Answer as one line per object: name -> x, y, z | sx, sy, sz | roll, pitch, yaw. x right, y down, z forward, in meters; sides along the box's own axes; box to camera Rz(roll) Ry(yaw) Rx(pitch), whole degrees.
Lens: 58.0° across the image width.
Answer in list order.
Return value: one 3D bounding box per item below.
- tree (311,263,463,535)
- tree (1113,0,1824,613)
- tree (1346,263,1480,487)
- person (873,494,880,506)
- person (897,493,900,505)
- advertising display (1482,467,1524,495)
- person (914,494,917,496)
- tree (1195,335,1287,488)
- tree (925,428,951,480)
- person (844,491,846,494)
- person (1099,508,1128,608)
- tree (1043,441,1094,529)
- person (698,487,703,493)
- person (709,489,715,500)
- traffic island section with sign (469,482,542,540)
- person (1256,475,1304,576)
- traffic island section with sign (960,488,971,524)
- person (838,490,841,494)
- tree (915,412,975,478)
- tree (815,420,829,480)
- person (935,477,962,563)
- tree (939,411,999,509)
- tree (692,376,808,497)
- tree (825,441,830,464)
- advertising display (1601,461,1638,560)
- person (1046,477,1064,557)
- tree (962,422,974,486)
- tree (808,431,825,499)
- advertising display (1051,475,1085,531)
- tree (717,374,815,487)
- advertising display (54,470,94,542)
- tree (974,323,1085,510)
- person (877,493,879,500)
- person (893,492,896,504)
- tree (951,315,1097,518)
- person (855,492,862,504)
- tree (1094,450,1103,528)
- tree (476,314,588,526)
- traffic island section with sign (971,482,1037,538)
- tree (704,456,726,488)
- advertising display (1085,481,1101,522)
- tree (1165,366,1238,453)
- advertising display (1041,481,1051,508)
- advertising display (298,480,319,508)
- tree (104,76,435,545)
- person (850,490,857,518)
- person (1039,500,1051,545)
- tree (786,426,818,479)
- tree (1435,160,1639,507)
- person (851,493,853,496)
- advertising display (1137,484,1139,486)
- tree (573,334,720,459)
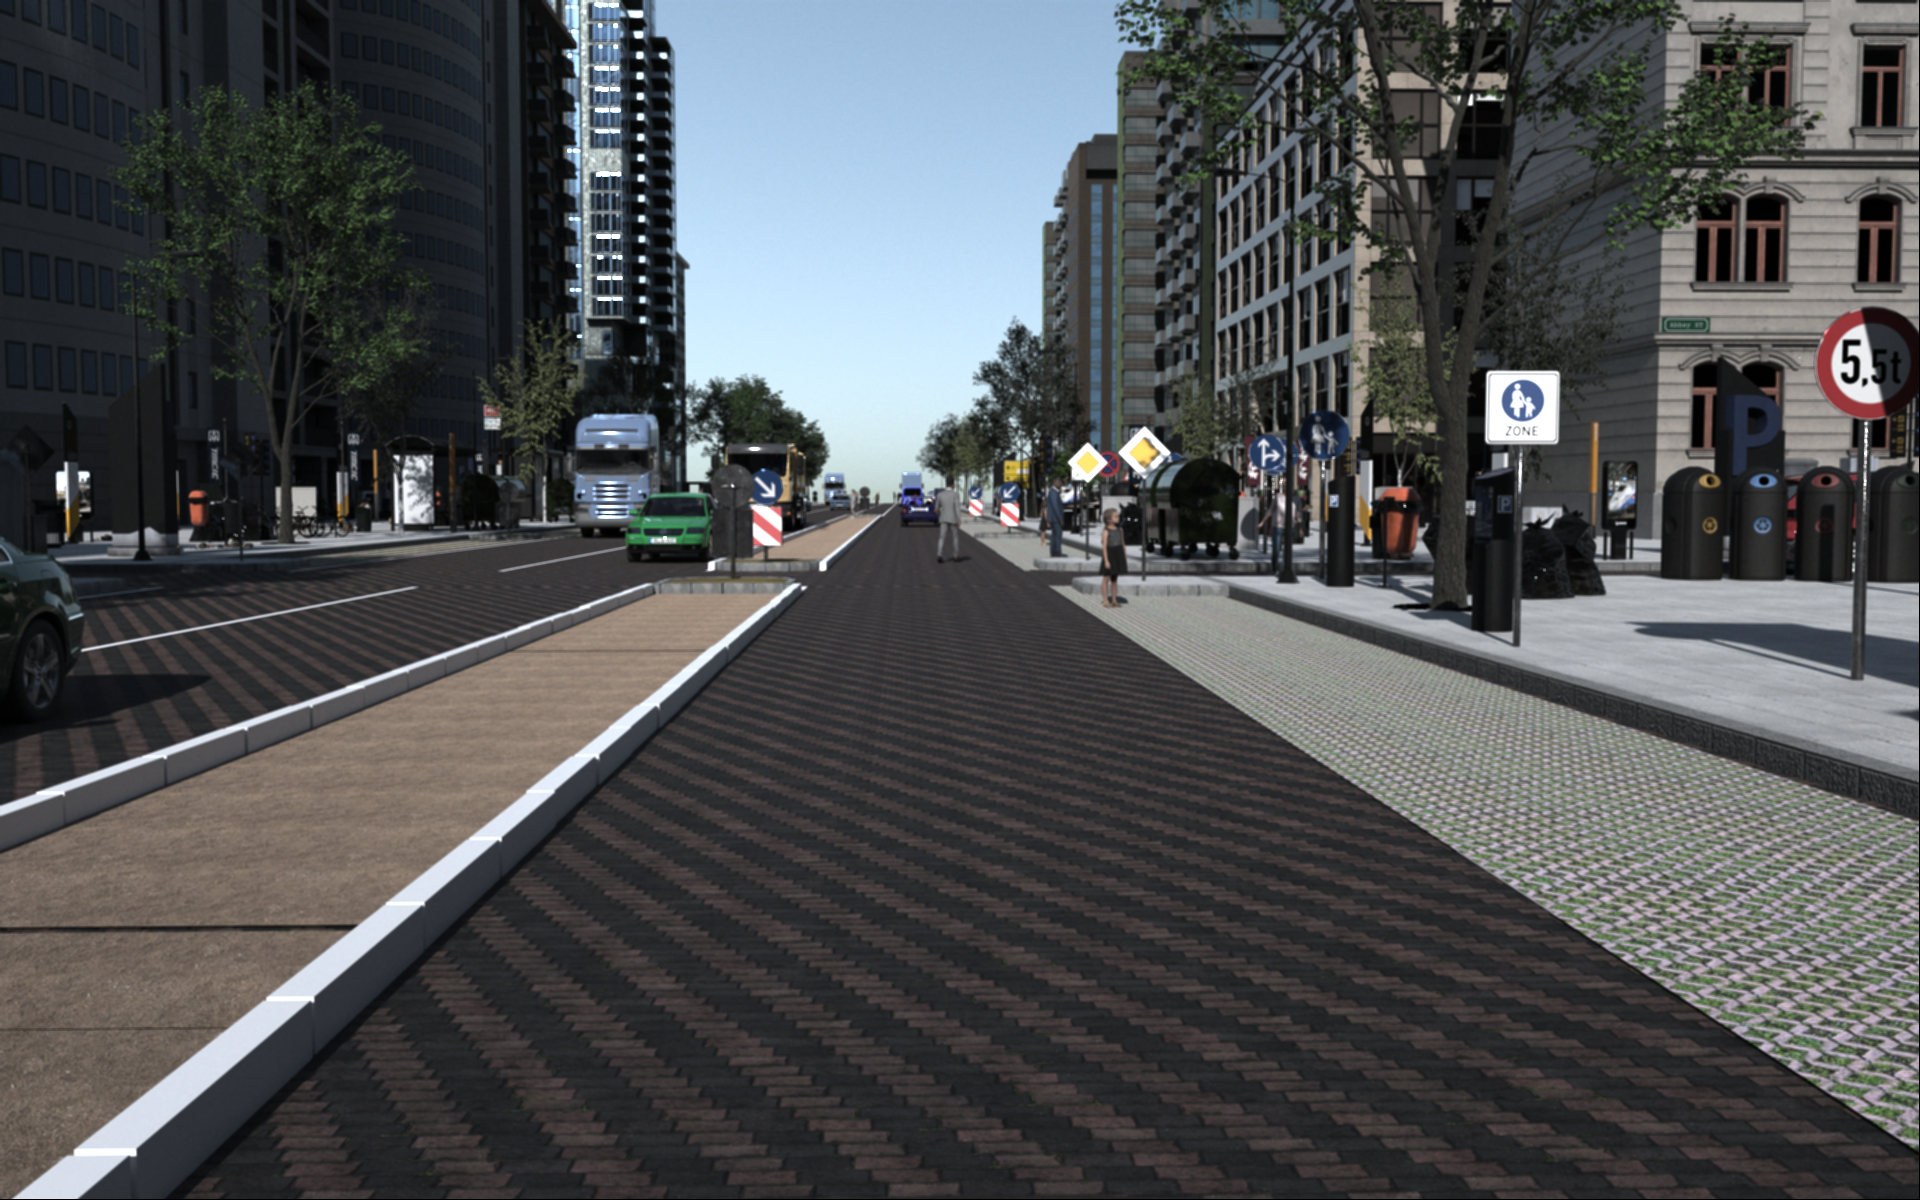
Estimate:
tree -> -17.909, -6.369, 54.498 | 4.360, 8.622, 3.978 | 0, 3, 0
tree -> 5.344, -5.687, 18.742 | 9.928, 11.665, 9.643 | 0, 3, 0
tree -> 14.129, -6.403, 55.044 | 4.737, 8.622, 4.395 | 0, 3, 0
person -> -9.761, -11.665, 202.485 | 1.065, 1.426, 0.557 | 3, 5, 40
person -> -8.309, -13.682, 233.674 | 0.415, 1.643, 0.593 | 1, 4, 22
advertising display -> 13.067, -2.234, 41.742 | 0.974, 1.923, 0.123 | 0, 4, 4
person -> -3.043, -6.372, 115.903 | 0.599, 1.433, 0.991 | -1, 4, -17
tree -> 12.966, -7.897, 79.476 | 4.360, 8.622, 3.978 | 0, 3, 0
tree -> 0.793, -16.109, 197.787 | 7.601, 10.594, 8.767 | 1, 4, 16
person -> -13.677, -12.102, 206.347 | 0.705, 1.826, 1.348 | -2, 4, -25
person -> 1.947, -0.528, 21.806 | 0.362, 1.253, 0.373 | -2, 4, -31
tree -> 3.783, -4.156, 62.555 | 1.663, 3.219, 1.824 | 0, 3, 0
person -> -13.354, -4.949, 89.761 | 0.599, 1.781, 0.374 | -1, 4, -11
person -> -15.804, -6.245, 110.572 | 1.348, 1.831, 0.705 | 3, 4, 39
traffic island section with sign -> -14.437, -2.847, 55.181 | 1.989, 1.847, 2.006 | 0, 4, -2
person -> 5.152, -1.153, 28.030 | 0.731, 1.740, 0.598 | 0, 4, 1
traffic island section with sign -> 0.612, -4.574, 83.406 | 1.989, 1.847, 2.006 | 0, 4, -2
person -> -12.917, -10.802, 185.119 | 0.705, 1.824, 1.348 | 2, 4, 27
tree -> -1.614, -21.224, 257.380 | 12.009, 13.543, 11.850 | 0, 3, 0
tree -> -23.844, -21.364, 255.953 | 9.857, 13.997, 8.962 | 0, 3, 0
person -> -0.242, -1.678, 36.211 | 0.678, 1.792, 0.850 | 2, 4, 24
tree -> 1.220, -12.471, 154.260 | 4.737, 8.622, 4.395 | 0, 3, 0
tree -> -20.326, -13.926, 153.451 | 9.928, 11.665, 9.643 | 0, 3, 0
tree -> -23.688, -20.936, 268.057 | 9.928, 11.665, 9.643 | 0, 3, 0
advertising display -> 12.872, -1.749, 33.813 | 0.974, 1.923, 0.123 | -2, 4, -35
person -> 2.075, -1.762, 37.490 | 0.419, 1.800, 0.721 | -1, 4, -13
tree -> 2.412, -10.446, 121.158 | 4.360, 8.622, 3.978 | 0, 3, 0
tree -> -22.123, -17.015, 203.945 | 9.928, 11.665, 9.643 | 0, 3, 0
advertising display -> 3.731, -3.347, 59.937 | 0.974, 1.923, 0.123 | 1, 4, 17
tree -> -21.222, -16.870, 182.471 | 9.857, 13.997, 8.962 | 0, 3, 0
advertising display -> -23.527, -2.496, 46.026 | 0.974, 1.923, 0.123 | 0, 3, 0
tree -> 3.503, -7.553, 73.857 | 4.360, 8.622, 3.978 | 0, 3, 0
person -> -11.255, -13.985, 238.616 | 0.415, 1.643, 0.593 | -1, 4, -20
person -> -9.290, -14.580, 247.704 | 0.721, 1.723, 1.217 | 0, 4, -4
tree -> 3.651, -9.575, 90.957 | 7.601, 10.594, 8.767 | 0, 4, 3
person -> -13.561, -13.400, 228.303 | 1.217, 1.736, 0.721 | -1, 4, -17
tree -> 4.666, -4.410, 66.701 | 1.663, 3.219, 1.824 | 0, 3, 0
tree -> -17.141, -7.341, 70.382 | 4.737, 8.622, 4.395 | 0, 3, 0
traffic island section with sign -> 1.464, -2.926, 56.464 | 1.989, 1.847, 2.006 | 0, 4, -2
tree -> -19.705, -9.878, 145.212 | 4.285, 4.588, 4.351 | 0, 3, 0
advertising display -> 5.942, -4.523, 79.162 | 0.974, 1.923, 0.123 | 1, 4, 19
tree -> 13.567, -9.086, 98.920 | 4.737, 8.622, 4.395 | 0, 3, 0
advertising display -> 4.468, -4.907, 85.448 | 0.974, 1.923, 0.123 | 2, 4, 23
advertising display -> -30.274, -4.602, 80.456 | 0.123, 1.923, 0.974 | 3, 4, 38
tree -> -17.358, -7.237, 44.087 | 9.928, 11.665, 9.643 | 0, 3, 0
person -> -6.332, -5.702, 102.726 | 0.522, 1.701, 0.512 | -2, 4, -28
person -> 2.376, -2.140, 48.164 | 0.373, 1.253, 0.362 | -1, 4, -10
tree -> -22.699, -18.384, 234.986 | 7.601, 10.594, 8.767 | -1, 4, -15
tree -> 12.612, -5.375, 38.241 | 4.360, 8.622, 3.978 | 0, 3, 0
person -> -11.858, -11.325, 193.534 | 0.599, 1.838, 0.709 | -2, 4, -23
advertising display -> 10.756, -5.981, 103.011 | 0.974, 1.923, 0.123 | 1, 4, 23
tree -> -18.149, -10.155, 100.447 | 8.767, 10.594, 7.601 | -1, 4, -11
